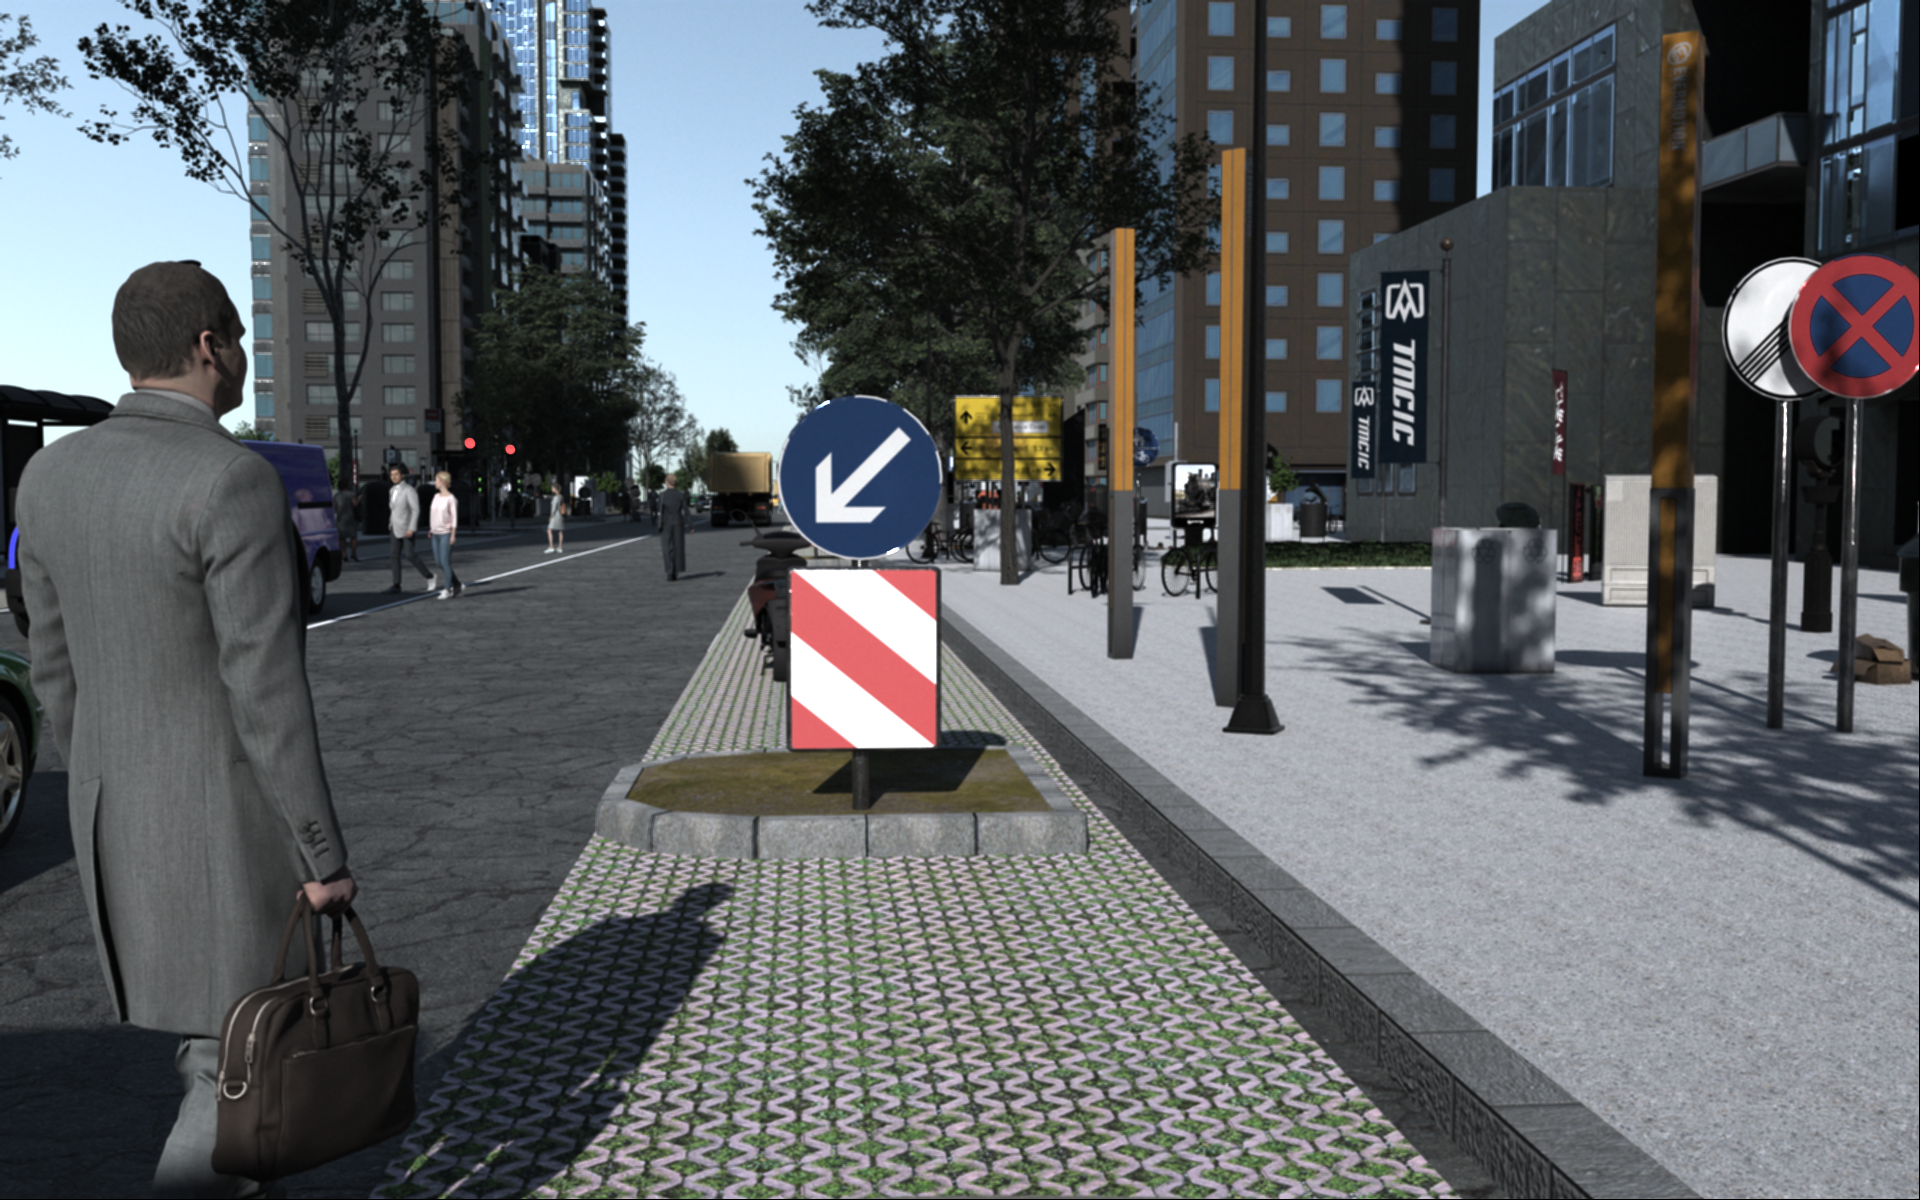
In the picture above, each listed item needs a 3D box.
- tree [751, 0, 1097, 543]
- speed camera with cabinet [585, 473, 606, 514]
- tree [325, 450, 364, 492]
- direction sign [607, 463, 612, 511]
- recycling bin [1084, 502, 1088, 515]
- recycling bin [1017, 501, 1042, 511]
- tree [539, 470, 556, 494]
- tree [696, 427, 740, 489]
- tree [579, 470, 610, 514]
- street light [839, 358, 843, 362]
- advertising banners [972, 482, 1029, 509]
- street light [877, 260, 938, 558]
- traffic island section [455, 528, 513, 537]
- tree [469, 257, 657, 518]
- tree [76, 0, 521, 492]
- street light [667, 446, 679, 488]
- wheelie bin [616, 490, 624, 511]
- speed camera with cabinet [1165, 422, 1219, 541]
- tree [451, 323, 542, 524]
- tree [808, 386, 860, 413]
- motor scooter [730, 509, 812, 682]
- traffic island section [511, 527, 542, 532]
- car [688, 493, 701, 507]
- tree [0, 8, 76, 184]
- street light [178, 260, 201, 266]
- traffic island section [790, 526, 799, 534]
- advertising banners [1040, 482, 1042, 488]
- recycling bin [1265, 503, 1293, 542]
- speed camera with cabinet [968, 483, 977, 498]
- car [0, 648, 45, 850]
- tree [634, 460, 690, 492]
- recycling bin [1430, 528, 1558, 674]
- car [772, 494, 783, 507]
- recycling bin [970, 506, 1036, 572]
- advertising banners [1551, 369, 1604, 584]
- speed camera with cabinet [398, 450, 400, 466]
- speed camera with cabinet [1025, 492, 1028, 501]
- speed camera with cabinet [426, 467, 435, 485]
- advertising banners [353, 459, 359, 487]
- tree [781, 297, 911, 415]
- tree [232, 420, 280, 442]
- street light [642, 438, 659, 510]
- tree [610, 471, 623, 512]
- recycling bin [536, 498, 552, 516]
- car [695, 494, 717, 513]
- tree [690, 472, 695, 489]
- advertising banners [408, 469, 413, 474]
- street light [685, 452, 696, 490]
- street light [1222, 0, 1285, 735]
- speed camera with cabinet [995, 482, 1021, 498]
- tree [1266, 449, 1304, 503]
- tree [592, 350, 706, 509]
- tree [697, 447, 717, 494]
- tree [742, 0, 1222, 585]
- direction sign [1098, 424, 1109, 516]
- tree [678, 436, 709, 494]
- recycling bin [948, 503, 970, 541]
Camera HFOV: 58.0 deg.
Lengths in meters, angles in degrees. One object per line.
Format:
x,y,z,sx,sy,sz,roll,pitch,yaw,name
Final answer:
-0.593,-8.498,45.593,9.857,13.997,8.962,0,3,0,tree
-23.093,-7.049,109.579,0.660,3.252,2.038,1,4,11,speed camera with cabinet
-46.093,-8.874,128.811,4.285,4.588,4.351,0,3,0,tree
-25.185,-8.106,124.537,0.379,3.537,0.876,-2,4,-32,direction sign
3.796,-2.707,56.808,0.722,1.027,0.722,1,4,9,recycling bin
2.525,-2.846,59.081,0.722,1.027,0.722,3,5,41,recycling bin
-33.064,-8.836,139.065,1.663,3.219,1.824,0,3,0,tree
-40.498,-22.988,292.854,9.611,12.733,9.660,0,3,0,tree
-24.176,-7.288,113.765,1.663,3.219,1.824,0,3,0,tree
-3.501,-5.313,59.405,1.470,5.913,1.316,0,4,-5,street light
1.408,-3.722,57.040,2.074,3.025,0.090,1,4,18,advertising banners
-1.161,-3.793,34.564,1.470,5.913,1.316,0,4,-5,street light
-16.432,-2.208,58.378,2.009,0.180,2.903,0,4,-5,traffic island section
-21.758,-11.486,94.443,9.857,13.997,8.962,0,3,0,tree
-18.691,-11.809,48.958,12.611,20.169,13.585,0,3,0,tree
-27.727,-11.924,167.497,1.470,5.913,1.316,0,4,-5,street light
-25.859,-7.611,132.347,0.693,1.594,0.980,-3,4,-36,wheelie bin
6.555,-3.252,47.504,0.660,3.252,2.038,-3,5,-39,speed camera with cabinet
-20.171,-7.612,74.813,4.737,8.622,4.395,0,3,0,tree
-6.504,-9.222,101.138,4.737,8.622,4.395,0,3,0,tree
-1.418,-0.063,13.807,0.815,1.314,1.986,0,4,-6,motor scooter
-17.147,-2.694,66.331,2.009,0.180,2.903,0,4,-5,traffic island section
-26.419,-10.015,172.534,1.959,1.807,4.718,0,4,-5,car
-16.066,-6.697,19.869,12.009,13.543,11.850,0,3,0,tree
-15.750,-3.787,34.465,1.470,5.913,1.316,0,4,-5,street light
-5.602,-2.757,67.360,2.009,0.180,2.903,0,4,-5,traffic island section
3.091,-4.762,74.054,0.090,3.025,2.074,-3,4,-37,advertising banners
8.414,-2.065,46.314,0.722,1.027,0.722,-2,4,-27,recycling bin
1.384,-8.969,140.976,0.660,3.252,2.038,-2,4,-32,speed camera with cabinet
-4.550,0.211,5.339,1.959,1.807,4.718,0,4,-5,car
-28.610,-10.896,161.859,4.285,4.588,4.351,0,3,0,tree
3.900,-0.008,12.693,0.722,1.027,0.722,0,4,-1,recycling bin
-18.243,-9.927,172.525,2.015,1.641,3.980,0,4,-5,car
0.712,-1.002,28.930,0.722,1.027,0.722,3,5,40,recycling bin
8.951,-1.766,25.062,0.090,3.025,2.074,3,5,41,advertising banners
-25.219,-5.057,77.011,0.660,3.252,2.038,1,4,21,speed camera with cabinet
4.438,-8.912,140.046,2.038,3.252,0.660,-1,4,-15,speed camera with cabinet
-38.654,-8.074,126.339,0.660,3.252,2.038,-1,4,-19,speed camera with cabinet
-29.314,-5.453,85.341,2.074,3.025,0.090,3,4,37,advertising banners
-9.893,-18.371,156.258,12.611,20.169,13.585,0,3,0,tree
-31.617,-5.694,76.813,4.285,4.588,4.351,0,3,0,tree
-25.375,-10.378,142.215,1.470,5.913,1.316,0,4,-5,street light
-24.579,-7.806,122.230,1.663,3.219,1.824,0,3,0,tree
-24.608,-5.497,102.429,0.722,1.027,0.722,-2,4,-31,recycling bin
-18.977,-7.405,130.853,2.009,1.686,4.222,0,4,-5,car
-32.406,-13.304,201.240,4.285,4.588,4.351,0,3,0,tree
-39.365,-7.696,122.011,2.074,3.025,0.090,1,4,21,advertising banners
-29.966,-13.463,192.666,1.470,5.913,1.316,0,4,-5,street light
1.054,-2.240,9.173,1.470,5.913,1.316,0,4,-5,street light
3.792,-8.669,136.077,2.038,3.252,0.660,2,4,27,speed camera with cabinet
13.724,-4.886,74.487,1.663,3.219,1.824,0,3,0,tree
-27.057,-14.595,148.993,12.009,13.543,11.850,0,3,0,tree
-38.480,-19.215,264.522,4.360,8.622,3.978,0,3,0,tree
0.414,-5.482,24.044,7.601,10.594,8.767,-3,4,-37,tree
4.756,-3.896,55.690,0.379,3.537,0.876,-3,4,-39,direction sign
-35.389,-17.336,233.809,4.737,8.622,4.395,0,3,0,tree
0.104,-2.137,47.499,0.722,1.027,0.722,2,4,30,recycling bin
